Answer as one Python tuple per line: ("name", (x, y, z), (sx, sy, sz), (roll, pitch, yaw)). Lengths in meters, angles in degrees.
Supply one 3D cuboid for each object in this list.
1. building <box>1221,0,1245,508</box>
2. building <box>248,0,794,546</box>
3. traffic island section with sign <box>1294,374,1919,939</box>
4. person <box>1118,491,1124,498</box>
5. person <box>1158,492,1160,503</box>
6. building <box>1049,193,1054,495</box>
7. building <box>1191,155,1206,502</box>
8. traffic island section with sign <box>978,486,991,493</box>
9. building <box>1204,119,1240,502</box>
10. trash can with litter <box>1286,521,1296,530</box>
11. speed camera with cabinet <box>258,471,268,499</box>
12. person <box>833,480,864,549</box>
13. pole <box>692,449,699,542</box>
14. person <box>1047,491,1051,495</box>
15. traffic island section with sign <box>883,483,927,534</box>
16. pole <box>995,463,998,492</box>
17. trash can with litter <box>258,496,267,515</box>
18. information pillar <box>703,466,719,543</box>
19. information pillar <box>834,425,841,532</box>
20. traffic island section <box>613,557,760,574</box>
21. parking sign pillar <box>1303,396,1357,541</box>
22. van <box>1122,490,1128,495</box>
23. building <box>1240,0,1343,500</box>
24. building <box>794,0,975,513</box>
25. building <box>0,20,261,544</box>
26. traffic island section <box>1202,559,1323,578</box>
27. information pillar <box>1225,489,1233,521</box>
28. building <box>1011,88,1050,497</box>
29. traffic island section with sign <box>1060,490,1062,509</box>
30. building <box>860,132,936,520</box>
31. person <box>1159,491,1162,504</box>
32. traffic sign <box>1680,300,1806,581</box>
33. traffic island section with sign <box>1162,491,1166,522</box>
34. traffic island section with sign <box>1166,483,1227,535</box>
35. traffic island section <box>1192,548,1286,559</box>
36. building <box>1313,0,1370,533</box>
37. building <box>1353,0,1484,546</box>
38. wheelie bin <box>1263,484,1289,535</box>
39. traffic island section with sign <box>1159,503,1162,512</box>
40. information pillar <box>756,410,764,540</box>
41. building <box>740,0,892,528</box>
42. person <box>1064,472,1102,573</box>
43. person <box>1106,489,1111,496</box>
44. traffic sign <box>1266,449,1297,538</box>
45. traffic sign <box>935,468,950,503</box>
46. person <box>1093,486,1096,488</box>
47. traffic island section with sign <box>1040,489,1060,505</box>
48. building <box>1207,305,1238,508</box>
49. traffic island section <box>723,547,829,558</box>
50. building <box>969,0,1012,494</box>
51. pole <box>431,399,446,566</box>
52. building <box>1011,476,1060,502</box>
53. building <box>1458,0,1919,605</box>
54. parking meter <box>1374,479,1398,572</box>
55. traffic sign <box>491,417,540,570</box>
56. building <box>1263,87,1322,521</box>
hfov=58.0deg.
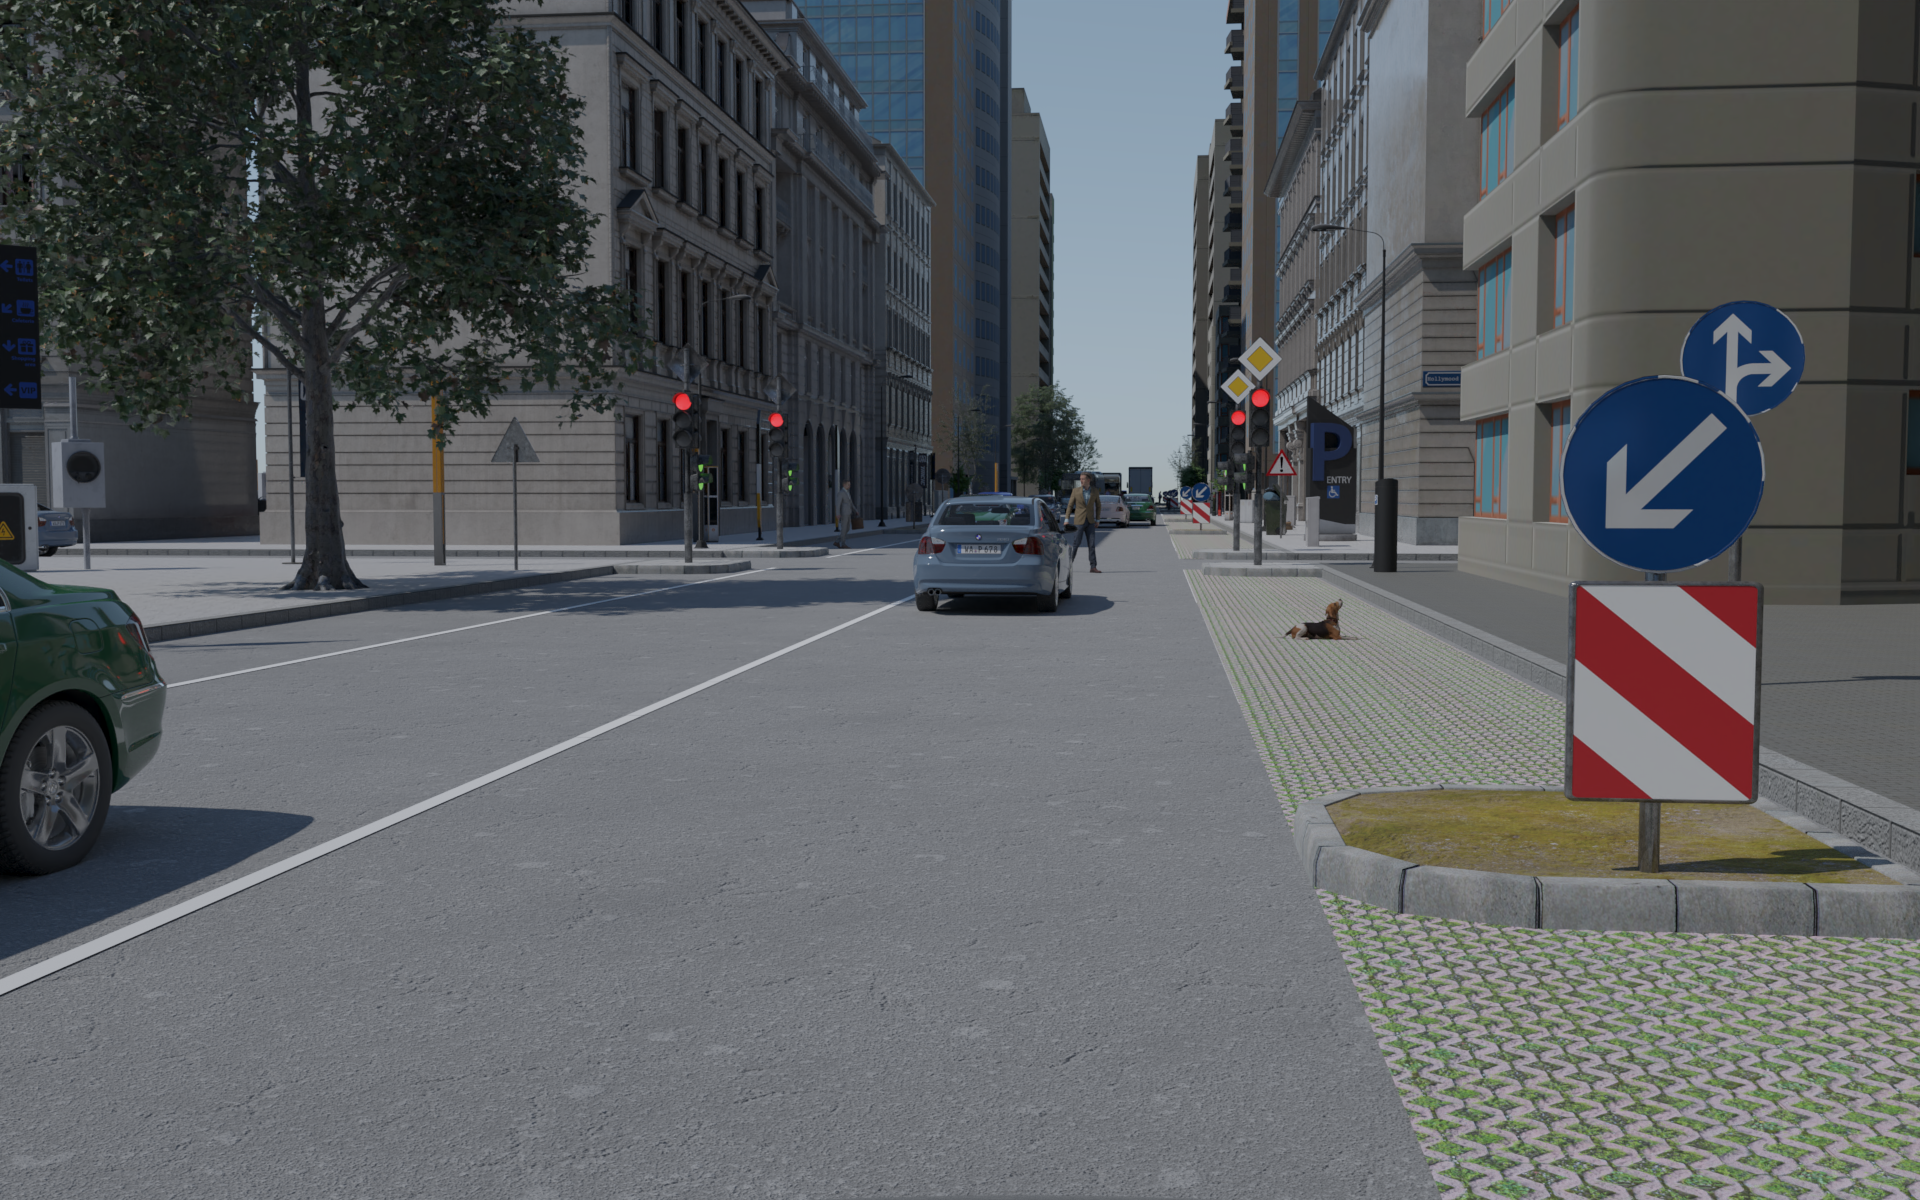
("building", (32.900, -29.796, 141.785), (22.147, 44.769, 28.867), (0, 4, 6))
("building", (-12.135, -11.459, 51.987), (10.561, 19.102, 19.286), (0, 4, 6))
("traffic island section with sign", (2.319, 0.126, 6.567), (1.989, 1.847, 2.006), (0, 4, 6))
("person", (14.569, -8.978, 156.010), (1.217, 1.743, 0.721), (0, 4, -1))
("person", (30.665, -15.736, 266.590), (0.445, 1.727, 0.742), (0, 4, 8))
("building", (5.032, -33.386, 229.454), (14.154, 41.232, 14.086), (0, 4, 6))
("building", (42.421, -37.345, 234.298), (21.300, 48.544, 21.600), (0, 4, 6))
("traffic island section with sign", (1.302, -4.965, 89.814), (1.989, 1.847, 2.006), (0, 4, 6))
("building", (41.515, -36.025, 212.706), (21.300, 48.544, 21.600), (0, 4, 6))
("trash can with litter", (11.435, -3.091, 61.933), (1.055, 1.170, 0.624), (0, 4, -7))
("speed camera with cabinet", (-27.810, -4.714, 71.402), (2.038, 3.252, 0.660), (-3, 4, -38))
("person", (-2.984, -2.248, 45.378), (0.853, 1.813, 0.709), (1, 4, 19))
("pole", (-6.972, -3.181, 45.859), (0.158, 3.312, 0.155), (0, 3, 0))
("person", (6.190, -6.674, 119.091), (0.593, 1.643, 0.415), (2, 4, 34))
("traffic island section with sign", (-1.669, -3.327, 63.022), (1.989, 1.847, 2.006), (0, 4, 6))
("pole", (2.406, -7.330, 113.695), (0.158, 3.312, 0.155), (0, 3, 0))
("trash can with litter", (-22.764, -2.849, 57.639), (1.678, 1.210, 2.233), (1, 4, 21))
("information pillar", (-6.596, -2.531, 45.877), (0.304, 2.012, 0.304), (-2, 4, -32))
("information pillar", (-4.167, -4.128, 58.852), (0.183, 3.616, 0.504), (0, 4, 3))
("traffic island section", (-5.090, -0.617, 32.370), (2.009, 0.180, 2.903), (0, 4, 6))
("parking sign pillar", (10.173, -3.608, 47.467), (1.447, 3.967, 1.447), (0, 4, -5))
("van", (24.757, -15.956, 265.262), (2.240, 2.365, 5.245), (0, 4, 7))
("building", (27.053, -28.788, 120.791), (14.600, 45.320, 14.200), (0, 4, 6))
("building", (-6.551, -28.900, 122.632), (14.600, 45.320, 14.200), (0, 4, 6))
("building", (-31.135, -12.259, 49.585), (18.267, 20.994, 9.793), (0, 4, 6))
("traffic island section", (5.386, -0.546, 31.204), (2.009, 0.180, 2.903), (0, 4, 6))
("information pillar", (12.978, -4.836, 83.561), (0.304, 2.012, 0.304), (3, 5, 43))
("building", (-0.300, -35.959, 211.623), (21.300, 48.544, 21.600), (0, 4, 6))
("traffic island section with sign", (9.841, -9.659, 166.547), (1.989, 1.847, 2.006), (0, 4, 6))
("building", (-7.278, -15.052, 95.247), (9.793, 20.994, 18.267), (0, 4, 6))
("person", (27.787, -14.138, 239.530), (0.599, 1.838, 0.709), (2, 4, 31))
("traffic sign", (5.166, -0.698, 11.511), (0.768, 2.556, 0.104), (1, 4, 13))
("traffic island section with sign", (11.467, -4.899, 88.726), (1.989, 1.847, 2.006), (0, 4, 6))
("traffic island section with sign", (8.440, -3.235, 61.524), (1.989, 1.847, 2.006), (0, 4, 6))
("traffic island section", (6.269, -1.031, 39.140), (2.009, 0.180, 2.903), (0, 4, 6))
("building", (18.506, -13.063, 62.730), (9.793, 20.994, 18.267), (0, 4, 6))
("building", (28.744, -13.853, 45.587), (34.723, 24.649, 14.460), (0, 4, 6))
("wheelie bin", (9.857, -2.827, 54.128), (0.693, 1.594, 0.980), (1, 4, 23))
("traffic island section with sign", (16.897, -7.885, 137.544), (1.989, 1.847, 2.006), (0, 4, 6))
("information pillar", (-5.555, -3.457, 47.882), (0.183, 3.616, 0.504), (0, 4, -1))
("building", (-11.276, -14.211, 74.154), (13.314, 21.916, 24.055), (0, 4, 6))
("person", (2.226, -1.416, 31.558), (0.656, 1.842, 0.836), (-3, 5, -40))
("person", (10.924, -7.213, 126.296), (0.599, 1.838, 0.709), (3, 5, 40))
("traffic sign", (9.279, -3.058, 50.008), (0.884, 2.594, 0.081), (1, 4, 12))
("traffic sign", (-0.862, -5.239, 85.765), (0.768, 2.556, 0.104), (1, 4, 13))
("person", (6.359, -4.439, 81.165), (0.778, 1.811, 0.616), (2, 4, 30))
("traffic island section with sign", (6.796, -7.979, 139.088), (1.989, 1.847, 2.006), (0, 4, 6))
("building", (38.964, -19.954, 171.288), (27.650, 21.520, 28.899), (0, 4, 6))
("traffic island section", (-4.207, -1.102, 40.306), (2.009, 0.180, 2.903), (0, 4, 6))
("building", (-7.313, -36.820, 144.010), (21.231, 58.520, 28.212), (0, 4, 6))
("pole", (-9.336, -2.273, 31.004), (0.158, 3.312, 0.155), (0, 3, 0))
("building", (-1.463, -34.127, 249.864), (32.217, 40.220, 23.993), (0, 4, 6))
("building", (20.525, -10.251, 12.649), (27.650, 21.520, 28.899), (0, 4, 6))
("parking meter", (7.002, -1.227, 28.466), (0.372, 1.533, 0.369), (0, 3, 0))
("traffic sign", (-7.487, -1.782, 29.147), (0.884, 2.594, 0.081), (1, 4, 12))
("building", (21.499, -14.750, 92.071), (10.553, 20.767, 40.483), (0, 4, 6))
